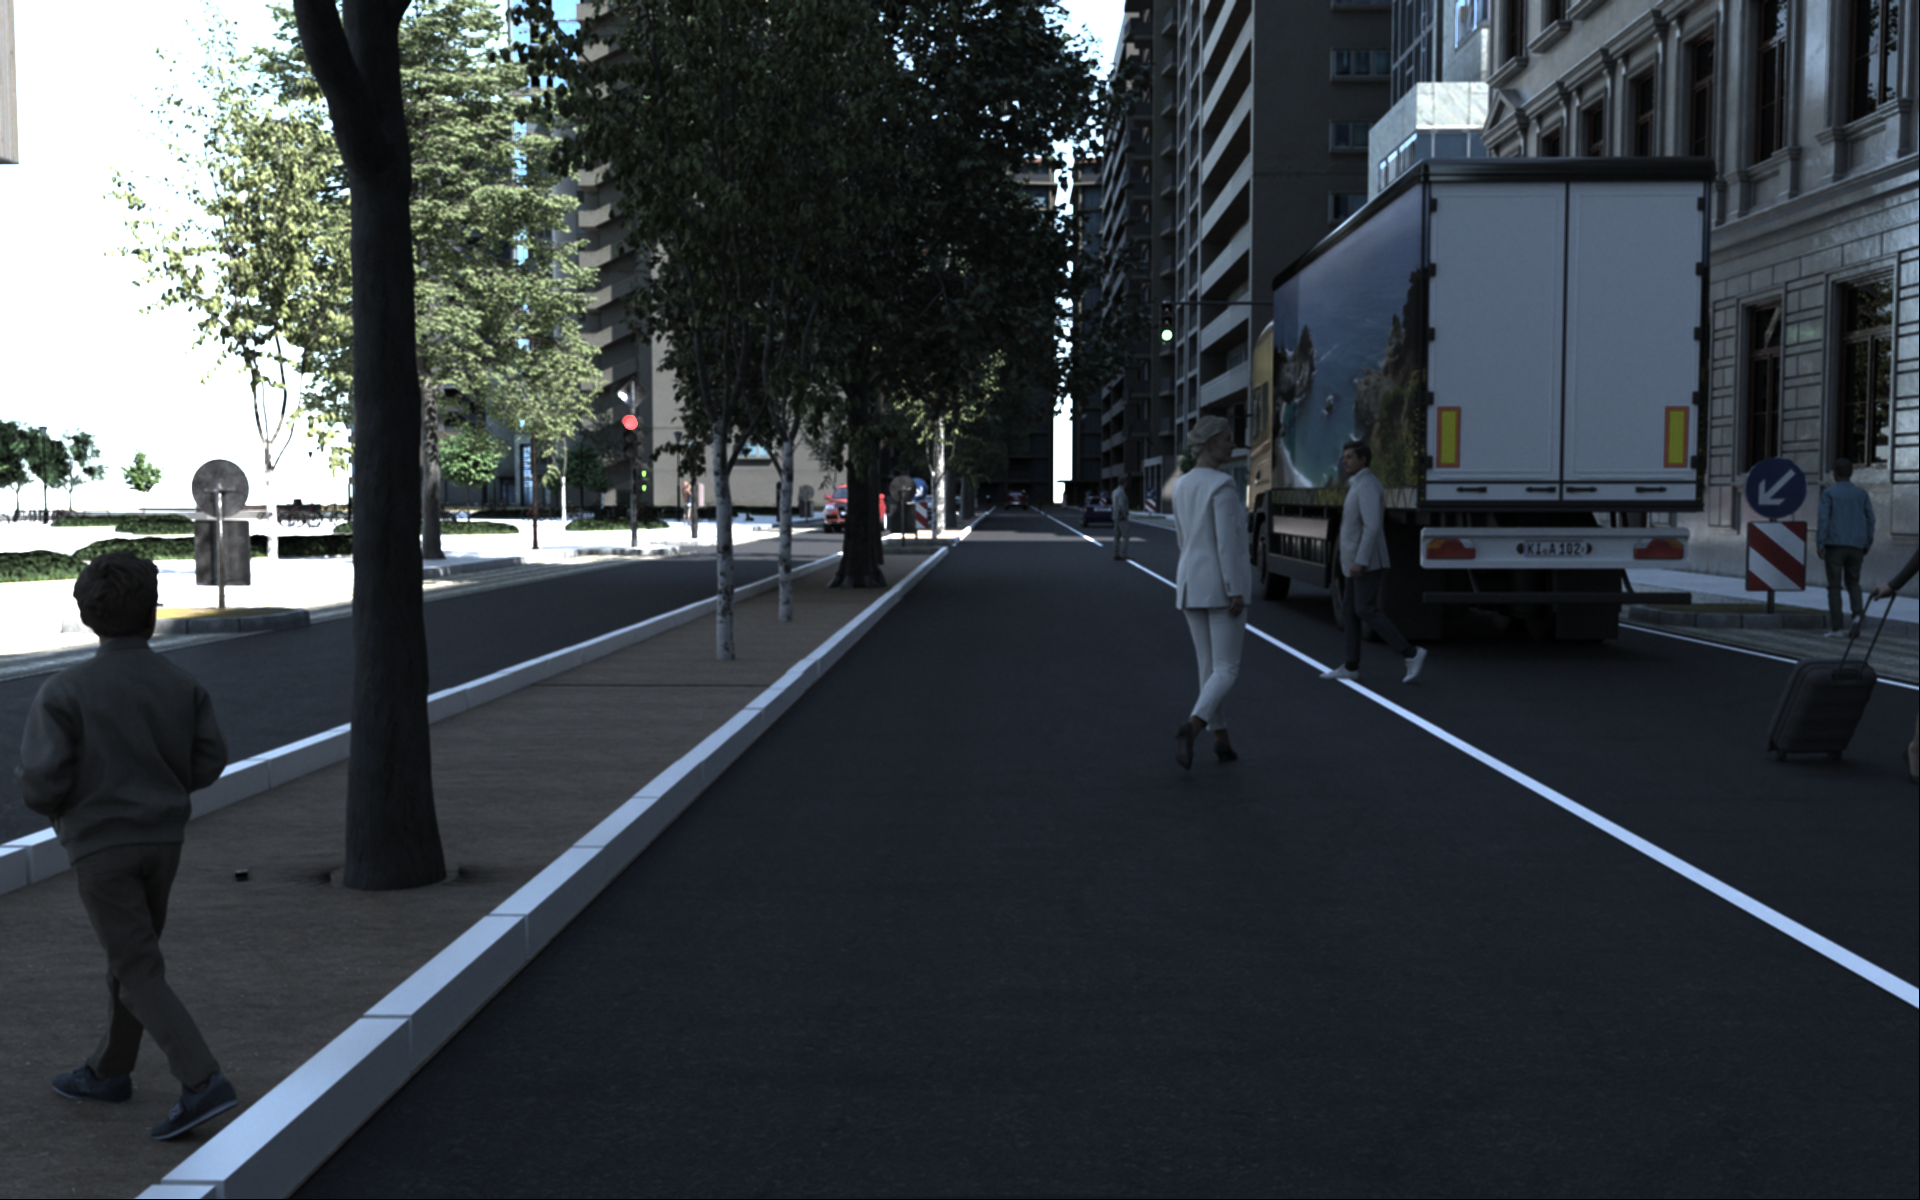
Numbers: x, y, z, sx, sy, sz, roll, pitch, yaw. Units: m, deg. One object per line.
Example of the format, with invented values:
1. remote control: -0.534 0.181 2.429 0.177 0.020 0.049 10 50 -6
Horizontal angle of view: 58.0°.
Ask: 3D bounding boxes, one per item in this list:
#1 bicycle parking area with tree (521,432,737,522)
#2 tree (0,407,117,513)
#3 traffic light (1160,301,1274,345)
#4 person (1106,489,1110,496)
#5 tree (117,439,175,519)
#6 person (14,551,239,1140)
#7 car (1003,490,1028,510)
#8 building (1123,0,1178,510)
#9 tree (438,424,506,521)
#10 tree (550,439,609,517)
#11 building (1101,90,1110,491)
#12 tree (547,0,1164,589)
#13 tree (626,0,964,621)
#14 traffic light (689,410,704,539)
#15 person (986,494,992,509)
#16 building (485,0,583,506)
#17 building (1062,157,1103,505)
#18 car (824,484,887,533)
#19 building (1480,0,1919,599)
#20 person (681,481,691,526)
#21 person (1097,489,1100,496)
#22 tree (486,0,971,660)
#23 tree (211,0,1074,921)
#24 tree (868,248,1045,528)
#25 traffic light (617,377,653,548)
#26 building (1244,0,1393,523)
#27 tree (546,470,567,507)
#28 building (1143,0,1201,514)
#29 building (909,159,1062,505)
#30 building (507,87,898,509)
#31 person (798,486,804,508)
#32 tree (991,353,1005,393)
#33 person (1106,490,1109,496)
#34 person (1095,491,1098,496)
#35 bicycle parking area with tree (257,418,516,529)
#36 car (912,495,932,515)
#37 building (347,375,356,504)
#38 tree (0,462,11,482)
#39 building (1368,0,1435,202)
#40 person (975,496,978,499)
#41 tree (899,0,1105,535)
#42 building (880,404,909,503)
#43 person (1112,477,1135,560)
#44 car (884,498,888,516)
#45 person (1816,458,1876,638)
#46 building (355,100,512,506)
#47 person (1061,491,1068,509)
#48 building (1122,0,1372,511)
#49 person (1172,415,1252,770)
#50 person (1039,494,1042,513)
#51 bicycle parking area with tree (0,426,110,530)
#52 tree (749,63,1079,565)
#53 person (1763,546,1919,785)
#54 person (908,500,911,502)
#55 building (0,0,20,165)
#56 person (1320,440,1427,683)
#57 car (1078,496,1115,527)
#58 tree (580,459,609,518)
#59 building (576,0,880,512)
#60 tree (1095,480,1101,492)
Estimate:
1. bicycle parking area with tree: -15.374 -5.758 81.143 8.231 4.147 9.016 2 4 33
2. tree: -63.054 -9.108 111.830 11.467 7.101 20.602 -1 4 -8
3. traffic light: 7.070 -4.050 40.882 4.771 5.953 1.251 0 4 2
4. person: 14.931 -10.382 176.240 0.683 1.767 0.568 1 4 19
5. tree: -28.606 -4.025 60.416 1.663 3.219 1.824 0 3 0
6. person: -1.887 0.542 3.903 0.640 1.303 0.475 1 4 22
7. car: 5.107 -9.097 157.409 2.281 1.827 5.304 0 3 0
8. building: 24.419 -29.626 139.008 22.147 44.769 28.867 0 4 2
9. tree: -22.455 -5.848 79.323 4.285 4.588 4.351 0 3 0
10. tree: -21.593 -7.046 98.913 4.285 4.588 4.351 0 3 0
11. building: 26.534 -34.432 186.670 21.300 48.544 21.600 0 4 2
12. tree: -1.546 -6.536 26.335 9.611 12.733 9.660 0 3 0
13. tree: -1.962 -4.072 19.395 4.360 8.622 3.978 0 3 0
14. traffic light: -5.474 -4.570 49.381 4.771 5.953 1.251 0 4 2
15. person: 2.811 -9.690 170.116 0.799 1.438 0.628 3 4 36
16. building: -35.731 -53.586 188.800 31.000 86.520 22.319 0 4 2
17. building: 26.687 -34.454 217.939 28.867 44.769 22.147 0 4 2
18. car: -3.924 -3.463 65.297 2.281 1.827 5.304 0 4 2
19. building: 16.937 -11.850 29.910 11.583 22.565 21.152 0 4 2
20. person: -10.936 -3.899 69.762 0.580 1.828 0.573 0 4 -4
21. person: 15.191 -11.197 189.252 0.705 1.807 1.348 1 4 11
22. tree: -1.986 -3.769 14.438 4.737 8.622 4.395 0 3 0
23. tree: -2.058 -5.688 5.830 12.009 13.543 11.850 0 3 0
24. tree: -0.478 -10.004 72.679 9.857 13.997 8.962 0 3 0
25. traffic light: -7.791 -3.211 41.422 0.839 4.253 0.868 0 4 2
26. building: 23.467 -28.136 83.721 21.300 48.544 21.600 0 4 2
27. tree: -28.228 -7.740 121.144 1.663 3.219 1.824 0 3 0
28. building: 23.152 -41.214 112.101 20.563 71.187 20.611 0 4 2
29. building: -2.264 -34.492 218.575 28.867 44.769 22.147 0 4 2
30. building: -22.295 -28.550 158.671 32.217 40.220 23.993 0 4 2
31. person: -10.137 -6.313 109.655 0.834 1.777 0.661 -1 4 -14
32. tree: -0.716 -5.953 50.153 4.737 8.622 4.395 0 3 0
33. person: 14.809 -10.271 174.766 0.721 1.735 1.217 0 4 4
34. person: 13.151 -9.585 165.895 0.721 1.739 1.217 0 4 -3
35. bicycle parking area with tree: -22.955 -4.882 66.821 9.016 4.147 8.231 0 4 4
36. car: -1.912 -5.756 106.479 2.083 1.381 4.827 0 4 1
37. building: -59.748 -23.195 224.283 28.899 21.520 27.650 0 4 2
38. tree: -30.422 -3.588 53.272 1.663 3.219 1.824 0 3 0
39. building: 27.366 -45.429 55.431 31.000 86.520 22.319 0 4 2
40. person: 1.142 -10.193 175.295 1.348 1.807 0.705 1 4 11
41. tree: -1.923 -12.336 60.045 12.611 20.169 13.585 0 3 0
42. building: -12.777 -25.818 193.831 14.107 30.474 14.160 0 4 2
43. person: 3.494 -1.774 37.609 0.391 1.810 0.635 -1 4 -23
44. car: -5.674 -6.336 113.387 2.009 1.686 4.222 0 4 0
45. person: 8.742 -0.506 17.114 0.601 1.785 0.444 0 4 7
46. building: -58.387 -33.267 194.029 14.200 45.320 14.600 0 4 2
47. person: 10.155 -9.731 168.263 0.621 1.740 0.551 1 4 19
48. building: 25.741 -33.100 164.891 21.300 48.544 21.600 0 4 2
49. person: 1.279 -0.041 9.042 0.514 1.842 0.818 3 5 39
50. person: 5.944 -7.121 128.182 0.557 1.426 1.065 0 4 4
51. bicycle parking area with tree: -39.961 -5.122 70.754 9.016 4.147 8.231 3 5 44
52. tree: -1.648 -6.008 35.096 8.767 10.594 7.601 0 4 2
53. person: 4.824 0.003 8.664 0.699 1.804 1.509 -1 4 -11
54. person: -4.178 -8.038 139.935 0.705 1.823 1.348 0 4 -8
55. building: -34.383 -26.636 24.741 27.495 52.752 28.713 0 4 2
56. person: 3.167 -0.300 13.245 0.795 1.843 0.661 1 4 12
57. car: 6.181 -3.876 75.953 1.945 1.354 3.894 0 4 2
58. tree: -19.248 -6.006 92.805 1.663 3.219 1.824 0 3 0
59. building: -17.669 -31.272 135.005 21.300 48.544 21.600 0 4 2
60. tree: 16.436 -12.600 200.615 1.663 3.219 1.824 0 3 0
